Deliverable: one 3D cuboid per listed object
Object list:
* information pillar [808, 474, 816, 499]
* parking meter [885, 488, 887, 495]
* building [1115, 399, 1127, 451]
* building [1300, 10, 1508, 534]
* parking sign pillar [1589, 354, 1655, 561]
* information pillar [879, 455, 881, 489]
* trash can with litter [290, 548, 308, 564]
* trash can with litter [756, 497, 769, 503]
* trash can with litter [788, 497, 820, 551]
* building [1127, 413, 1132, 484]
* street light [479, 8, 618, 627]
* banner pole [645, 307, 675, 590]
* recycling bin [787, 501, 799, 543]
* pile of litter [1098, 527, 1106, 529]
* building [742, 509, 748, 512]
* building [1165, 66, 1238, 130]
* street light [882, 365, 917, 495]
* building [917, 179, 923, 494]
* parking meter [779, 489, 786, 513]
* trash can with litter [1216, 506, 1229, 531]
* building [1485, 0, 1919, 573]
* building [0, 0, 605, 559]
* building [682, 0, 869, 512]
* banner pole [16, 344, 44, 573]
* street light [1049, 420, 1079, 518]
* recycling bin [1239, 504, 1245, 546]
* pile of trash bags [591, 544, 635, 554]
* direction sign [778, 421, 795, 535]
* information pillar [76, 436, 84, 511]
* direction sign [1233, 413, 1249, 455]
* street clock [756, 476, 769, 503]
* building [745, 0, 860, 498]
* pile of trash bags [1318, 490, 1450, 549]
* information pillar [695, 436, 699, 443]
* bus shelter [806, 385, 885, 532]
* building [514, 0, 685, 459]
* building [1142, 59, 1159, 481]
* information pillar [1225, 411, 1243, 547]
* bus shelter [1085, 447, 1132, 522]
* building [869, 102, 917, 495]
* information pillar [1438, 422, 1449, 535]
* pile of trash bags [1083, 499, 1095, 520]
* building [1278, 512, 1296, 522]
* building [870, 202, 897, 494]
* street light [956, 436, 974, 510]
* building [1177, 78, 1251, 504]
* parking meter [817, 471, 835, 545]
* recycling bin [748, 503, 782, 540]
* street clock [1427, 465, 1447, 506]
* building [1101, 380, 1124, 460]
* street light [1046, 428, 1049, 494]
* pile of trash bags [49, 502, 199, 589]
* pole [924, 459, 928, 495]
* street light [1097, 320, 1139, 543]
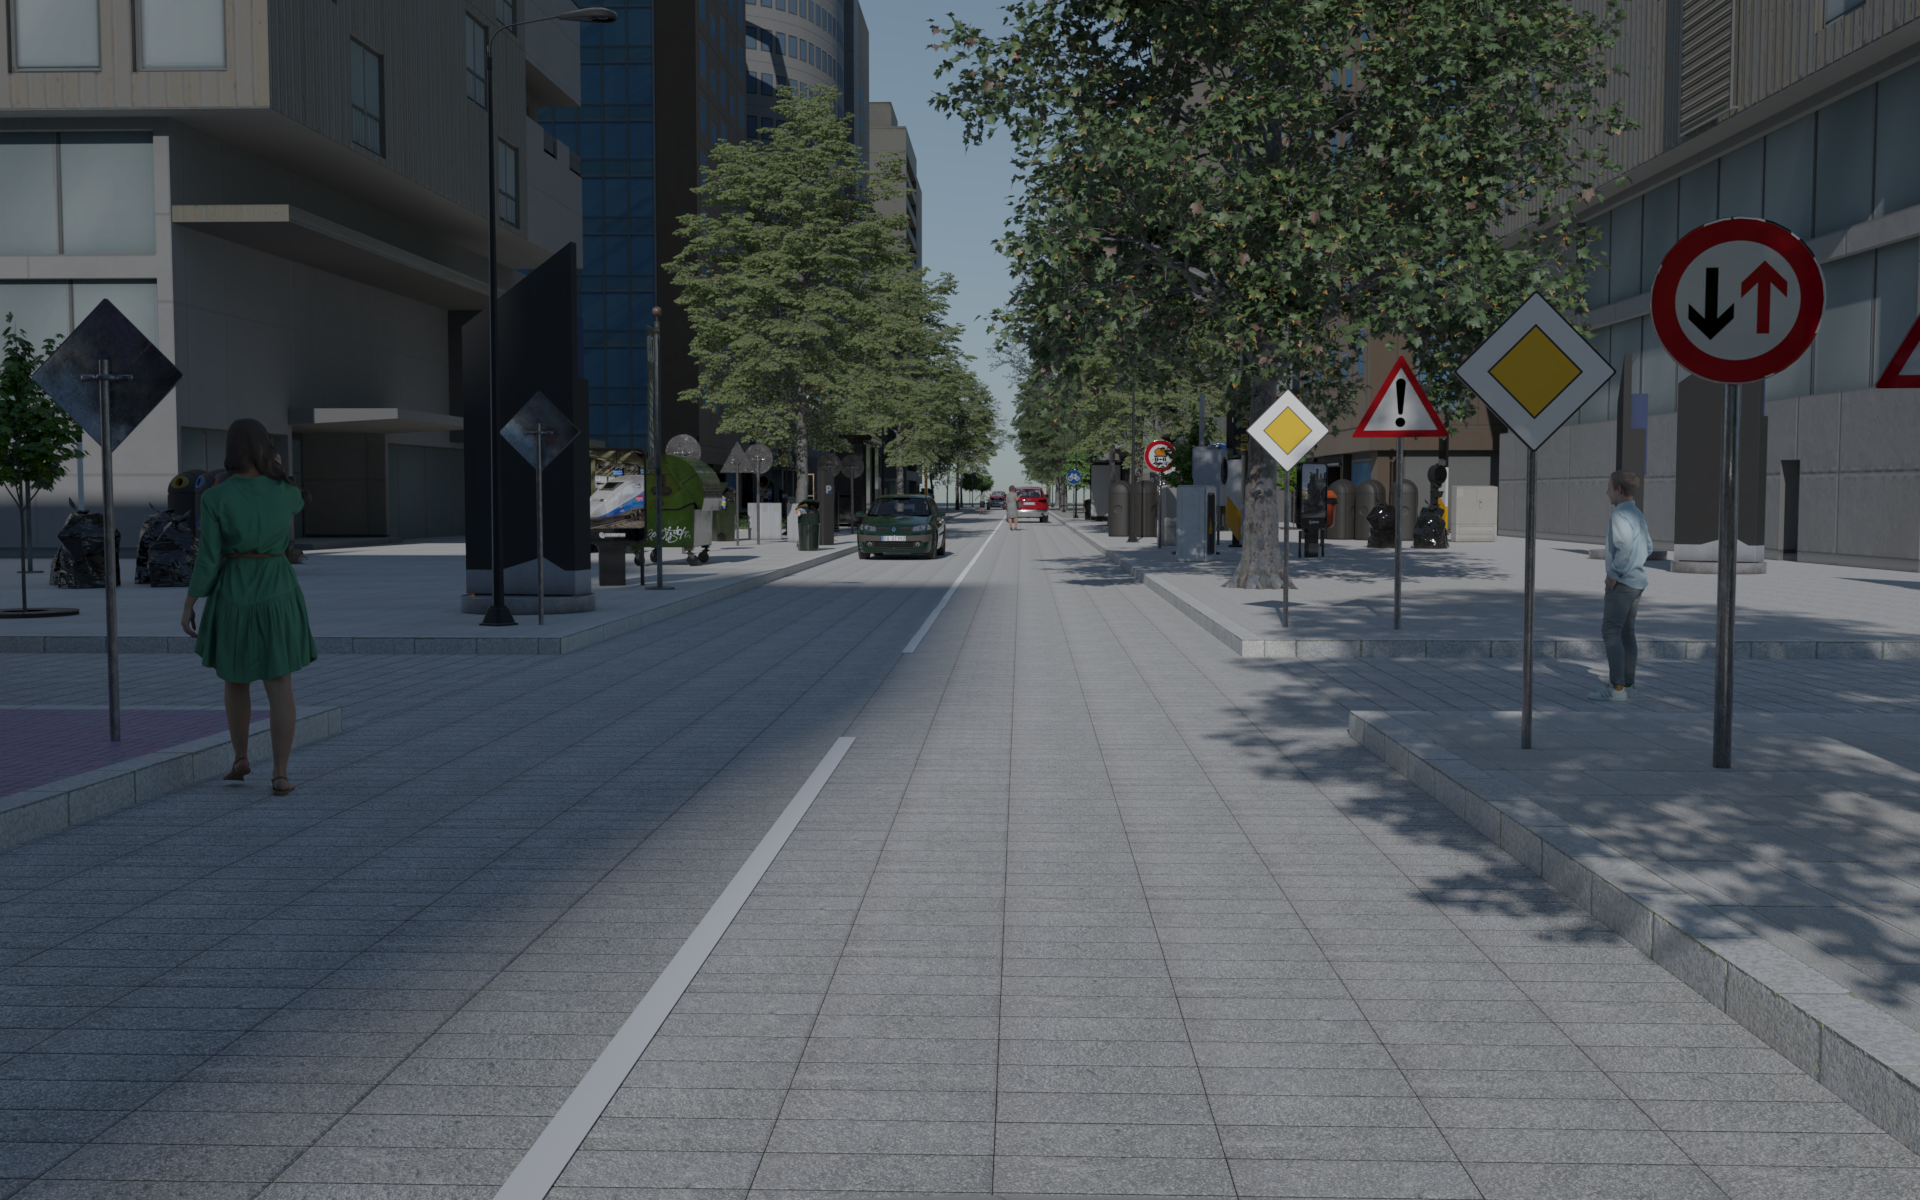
[{"bbox_3d":[-5.409,-3.570,62.857,0.304,2.012,0.304,0,4,7],"label":"information pillar"},{"bbox_3d":[-3.367,-4.123,75.824,0.372,1.533,0.369,0,3,0],"label":"parking meter"},{"bbox_3d":[30.699,-36.283,212.837,23.786,49.044,30.456,0,4,2],"label":"building"},{"bbox_3d":[20.345,-25.160,61.479,14.600,45.320,14.200,0,4,2],"label":"building"},{"bbox_3d":[13.159,-2.785,34.010,1.447,3.967,1.447,1,4,16],"label":"parking sign pillar"},{"bbox_3d":[-4.242,-5.862,87.198,0.504,3.616,0.183,1,4,16],"label":"information pillar"},{"bbox_3d":[-12.555,-1.252,31.851,1.055,1.170,0.624,0,4,-4],"label":"trash can with litter"},{"bbox_3d":[-8.278,-3.680,71.553,0.624,1.170,1.055,-2,4,-28],"label":"trash can with litter"},{"bbox_3d":[-3.530,-1.708,39.318,0.624,1.170,1.055,-1,4,-17],"label":"trash can with litter"},{"bbox_3d":[25.470,-31.035,191.018,14.154,41.232,14.086,0,4,2],"label":"building"},{"bbox_3d":[-3.971,-2.703,16.733,1.470,5.913,1.316,0,4,2],"label":"street light"},{"bbox_3d":[-4.055,-2.017,22.994,0.401,3.779,0.863,0,4,3],"label":"banner pole"},{"bbox_3d":[-4.111,-2.044,45.970,0.722,1.027,0.722,-3,4,-36],"label":"recycling bin"},{"bbox_3d":[5.961,-3.053,63.875,1.719,0.858,1.176,2,4,34],"label":"pile of litter"},{"bbox_3d":[-26.111,-25.232,104.419,32.217,40.220,23.993,0,4,2],"label":"building"},{"bbox_3d":[26.749,-31.179,133.472,21.300,48.544,21.600,0,4,2],"label":"building"},{"bbox_3d":[-2.245,-5.506,62.562,1.470,5.913,1.316,0,4,2],"label":"street light"},{"bbox_3d":[-12.449,-35.838,236.066,14.600,45.320,14.200,0,4,2],"label":"building"},{"bbox_3d":[-8.811,-4.756,86.169,0.372,1.533,0.369,0,3,0],"label":"parking meter"},{"bbox_3d":[8.997,-2.996,60.367,1.055,1.170,0.624,-2,4,-26],"label":"trash can with litter"},{"bbox_3d":[28.231,-27.397,37.185,27.495,52.752,28.713,0,4,2],"label":"building"},{"bbox_3d":[-26.108,-27.899,45.384,28.713,52.752,27.495,0,4,2],"label":"building"},{"bbox_3d":[-15.442,-30.717,152.332,14.600,45.320,14.200,0,4,2],"label":"building"},{"bbox_3d":[-15.046,-2.318,27.914,0.401,3.779,0.863,-2,4,-28],"label":"banner pole"},{"bbox_3d":[5.603,-7.280,91.575,1.470,5.913,1.316,0,4,2],"label":"street light"},{"bbox_3d":[7.266,-1.841,42.654,0.722,1.027,0.722,3,4,37],"label":"recycling bin"},{"bbox_3d":[-8.797,-1.678,37.184,3.447,1.369,1.912,-2,4,-28],"label":"pile of trash bags"},{"bbox_3d":[-5.430,-3.811,54.307,0.379,3.537,0.876,2,4,28],"label":"direction sign"},{"bbox_3d":[-14.141,-2.230,27.822,0.183,3.616,0.504,-2,4,-28],"label":"information pillar"},{"bbox_3d":[5.922,-2.628,34.960,0.876,3.537,0.379,-1,4,-12],"label":"direction sign"},{"bbox_3d":[-7.727,-3.864,67.747,0.471,2.002,0.358,-2,4,-25],"label":"street clock"},{"bbox_3d":[-19.397,-35.992,130.466,21.231,58.520,28.212,0,4,2],"label":"building"},{"bbox_3d":[10.160,-1.962,41.839,3.447,1.369,1.912,2,4,31],"label":"pile of trash bags"},{"bbox_3d":[-10.597,-4.760,69.174,0.183,3.616,0.504,3,5,43],"label":"information pillar"},{"bbox_3d":[-4.133,-5.188,62.451,2.179,5.291,8.768,0,4,2],"label":"bus shelter"},{"bbox_3d":[-18.397,-26.553,84.253,14.600,45.320,14.200,0,4,2],"label":"building"},{"bbox_3d":[23.597,-28.626,151.629,14.154,41.232,14.086,0,4,2],"label":"building"},{"bbox_3d":[6.609,-3.083,41.759,0.183,3.616,0.504,-2,4,-32],"label":"information pillar"},{"bbox_3d":[6.713,-5.128,77.762,2.014,3.302,5.546,0,4,2],"label":"bus shelter"},{"bbox_3d":[-16.698,-36.363,218.240,21.300,48.544,21.600,0,4,2],"label":"building"},{"bbox_3d":[15.061,-3.829,53.952,0.183,3.616,0.504,-1,4,-14],"label":"information pillar"},{"bbox_3d":[7.945,-4.930,90.363,1.912,1.369,3.447,2,4,26],"label":"pile of trash bags"},{"bbox_3d":[21.050,-24.471,83.694,14.154,41.232,14.086,0,4,2],"label":"building"},{"bbox_3d":[-22.981,-30.827,195.895,32.217,40.220,23.993,0,4,2],"label":"building"},{"bbox_3d":[0.375,-10.186,139.088,1.470,5.913,1.316,0,4,2],"label":"street light"},{"bbox_3d":[26.204,-48.526,106.065,22.319,86.520,31.000,0,4,2],"label":"building"},{"bbox_3d":[-3.355,-2.302,43.351,0.399,1.863,0.255,-3,5,-42],"label":"parking meter"},{"bbox_3d":[-5.453,-2.191,48.381,0.722,1.027,0.722,-2,4,-35],"label":"recycling bin"},{"bbox_3d":[11.876,-2.359,43.137,0.471,2.002,0.358,-2,4,-32],"label":"street clock"},{"bbox_3d":[30.724,-37.644,239.177,21.300,48.544,21.600,0,4,2],"label":"building"},{"bbox_3d":[6.759,-9.112,121.520,1.470,5.913,1.316,0,4,2],"label":"street light"},{"bbox_3d":[-12.357,-0.882,24.169,3.447,1.369,1.912,-1,4,-17],"label":"pile of trash bags"},{"bbox_3d":[-1.653,-5.529,84.240,0.158,3.312,0.155,0,3,0],"label":"pole"},{"bbox_3d":[4.045,-4.483,45.839,1.470,5.913,1.316,0,4,2],"label":"street light"}]
